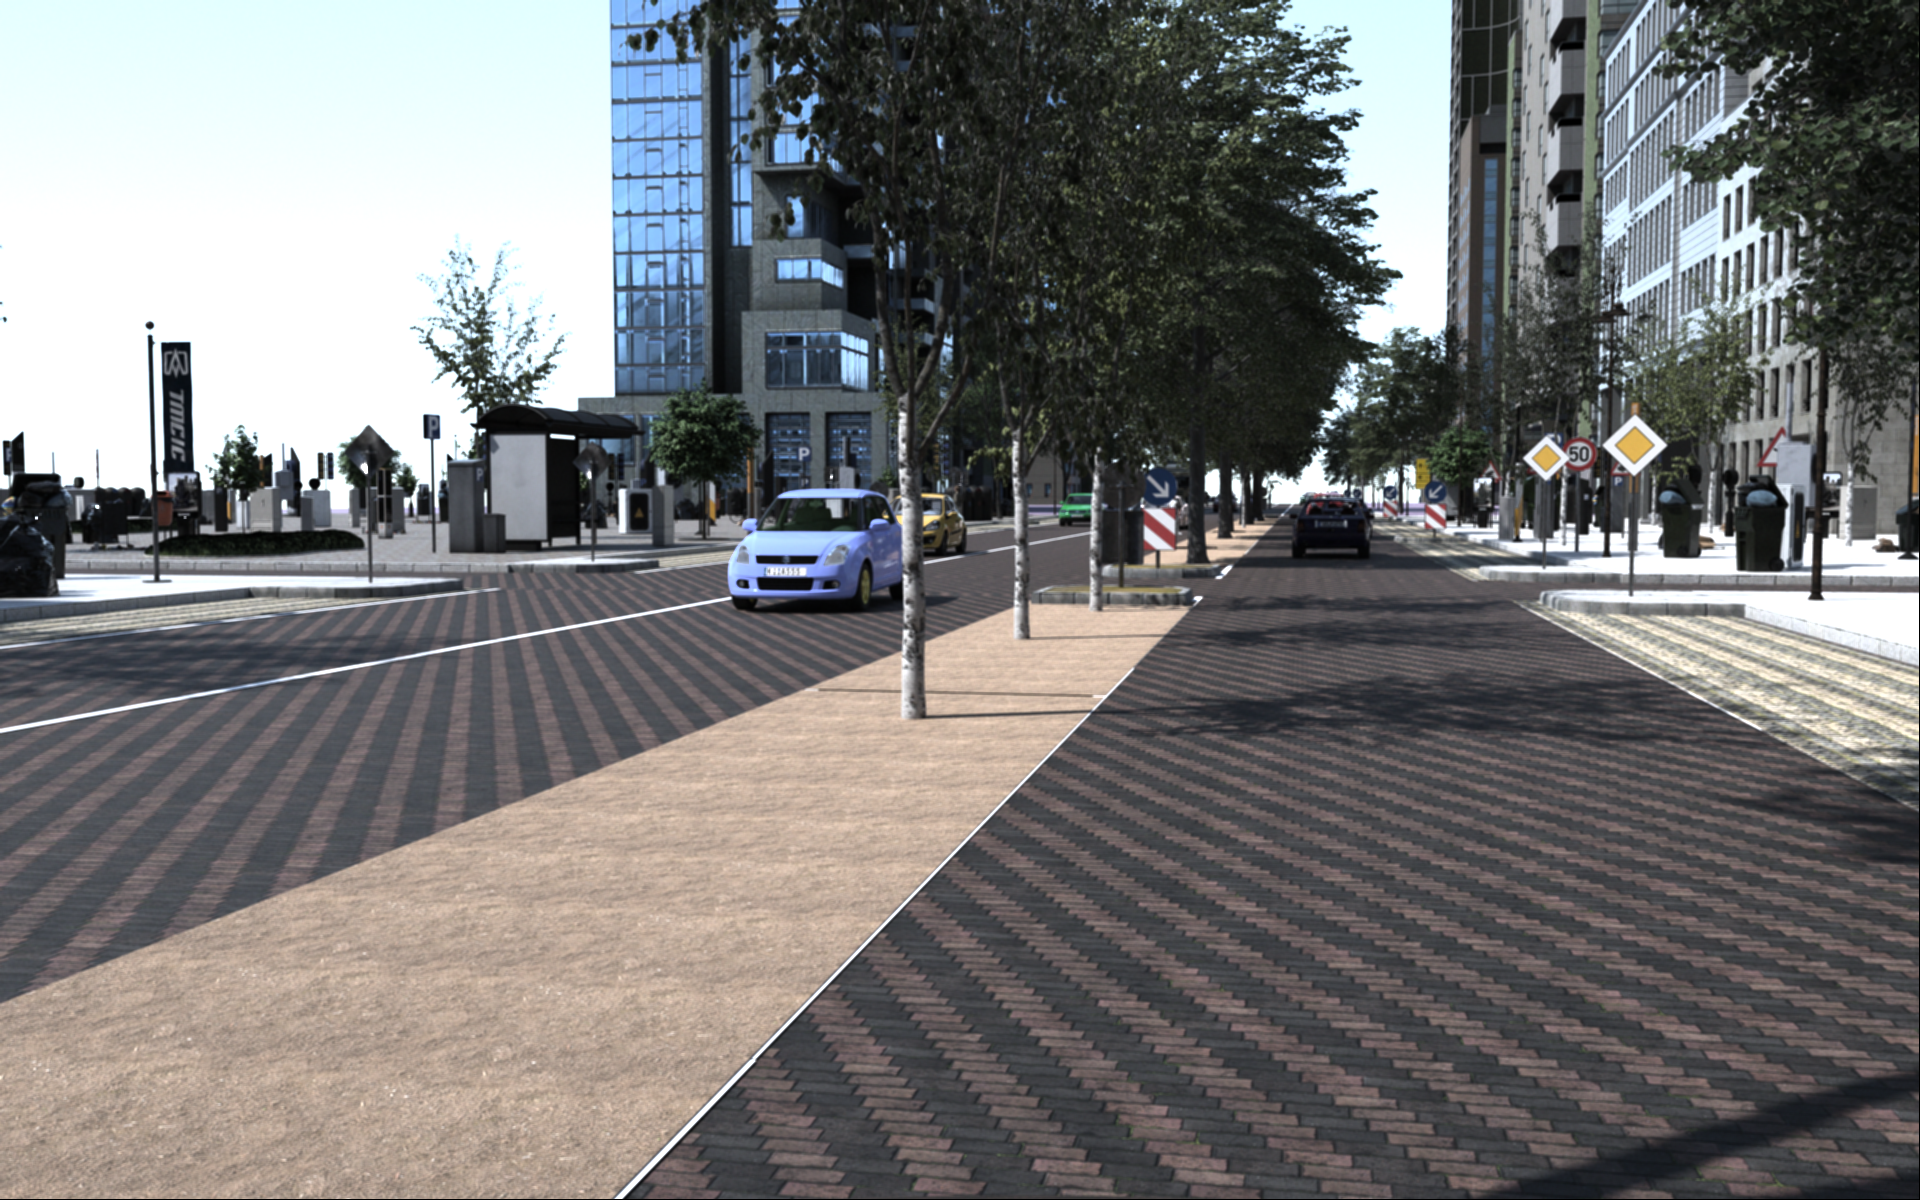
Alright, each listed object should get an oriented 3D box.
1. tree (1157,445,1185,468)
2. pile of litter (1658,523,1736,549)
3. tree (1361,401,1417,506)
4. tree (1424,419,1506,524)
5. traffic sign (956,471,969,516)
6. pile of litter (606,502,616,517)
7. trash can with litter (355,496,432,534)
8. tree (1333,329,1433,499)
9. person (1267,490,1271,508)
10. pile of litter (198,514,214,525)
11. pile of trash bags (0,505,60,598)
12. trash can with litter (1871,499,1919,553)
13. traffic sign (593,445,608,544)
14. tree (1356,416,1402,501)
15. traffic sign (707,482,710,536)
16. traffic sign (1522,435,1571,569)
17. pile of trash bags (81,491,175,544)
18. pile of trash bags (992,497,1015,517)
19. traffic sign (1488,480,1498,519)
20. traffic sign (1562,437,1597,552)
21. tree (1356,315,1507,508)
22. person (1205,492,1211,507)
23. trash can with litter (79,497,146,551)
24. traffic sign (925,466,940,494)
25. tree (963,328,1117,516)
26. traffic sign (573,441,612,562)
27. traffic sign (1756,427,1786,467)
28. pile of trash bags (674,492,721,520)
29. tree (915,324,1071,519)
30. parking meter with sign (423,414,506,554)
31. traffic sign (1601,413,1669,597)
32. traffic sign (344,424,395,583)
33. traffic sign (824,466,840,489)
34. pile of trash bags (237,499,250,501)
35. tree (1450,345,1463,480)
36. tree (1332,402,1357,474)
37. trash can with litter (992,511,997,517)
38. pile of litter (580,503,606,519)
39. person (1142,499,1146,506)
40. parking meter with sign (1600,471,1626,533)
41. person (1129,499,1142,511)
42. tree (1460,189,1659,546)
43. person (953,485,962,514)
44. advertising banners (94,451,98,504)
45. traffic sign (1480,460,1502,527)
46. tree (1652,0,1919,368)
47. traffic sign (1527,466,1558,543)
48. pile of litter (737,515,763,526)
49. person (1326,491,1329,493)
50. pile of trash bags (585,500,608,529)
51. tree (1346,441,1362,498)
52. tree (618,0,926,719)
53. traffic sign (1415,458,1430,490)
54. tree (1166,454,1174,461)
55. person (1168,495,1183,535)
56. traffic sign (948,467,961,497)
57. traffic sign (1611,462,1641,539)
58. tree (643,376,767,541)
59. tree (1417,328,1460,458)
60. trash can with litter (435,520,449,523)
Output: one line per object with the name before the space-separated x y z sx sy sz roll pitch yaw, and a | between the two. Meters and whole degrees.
tree | 29.561 -18.078 229.991 8.767 10.594 7.601 3 5 40
pile of litter | 17.061 -1.617 40.401 1.719 0.858 1.176 0 4 -2
tree | 33.938 -11.252 134.327 4.737 8.622 4.395 0 3 0
tree | 21.863 -5.577 74.898 4.285 4.588 4.351 0 3 0
traffic sign | 0.093 -4.615 77.586 0.606 2.300 0.079 1 4 19
pile of litter | -19.700 -5.209 99.138 1.719 0.858 1.176 0 4 -4
trash can with litter | -18.478 -2.732 55.732 2.233 1.210 1.678 2 4 26
tree | 47.518 -20.964 198.656 12.611 20.169 13.585 0 3 0
person | 30.855 -10.036 172.666 0.705 1.814 1.350 1 4 21
pile of litter | -32.150 -3.583 72.546 1.719 0.858 1.176 0 4 -1
pile of trash bags | -13.120 -0.727 21.635 3.447 1.369 1.912 -1 4 -19
trash can with litter | 20.654 -1.628 37.997 1.055 1.170 0.624 0 4 -1
traffic sign | -9.373 -2.709 44.401 0.768 2.556 0.104 1 4 15
tree | 35.731 -12.016 146.826 4.360 8.622 3.978 0 3 0
traffic sign | -7.649 -3.210 52.586 0.768 2.556 0.104 1 4 16
traffic sign | 9.948 -1.578 29.449 0.795 2.450 0.064 1 4 11
pile of trash bags | -22.397 -2.177 45.348 3.447 1.369 1.912 -1 4 -15
pile of trash bags | 1.553 -5.385 97.789 3.447 1.369 1.912 -1 4 -9
traffic sign | 25.554 -5.119 83.702 0.884 2.594 0.081 1 4 20
traffic sign | 13.787 -2.357 38.635 0.768 2.556 0.104 1 4 18
tree | 24.869 -9.523 90.116 7.601 10.594 8.767 1 4 10
person | 28.167 -11.466 196.785 0.721 1.723 1.217 -2 4 -27
trash can with litter | -18.979 -1.757 39.778 2.233 1.210 1.678 -2 4 -25
traffic sign | -1.166 -4.666 76.388 0.768 2.556 0.104 1 4 14
tree | 3.807 -10.791 102.194 9.928 11.665 9.643 0 3 0
traffic sign | -6.964 -1.784 32.811 0.795 2.450 0.064 1 4 11
traffic sign | 15.887 -2.052 33.559 0.884 2.594 0.081 1 4 14
pile of trash bags | -13.256 -4.712 86.787 1.912 1.369 3.447 2 4 35
tree | 1.921 -9.448 88.883 8.767 10.594 7.601 -2 4 -25
parking meter with sign | -10.733 -2.532 37.651 1.738 3.016 0.543 1 4 16
traffic sign | 8.395 -1.099 21.616 0.795 2.450 0.064 1 4 11
traffic sign | -8.517 -1.305 24.978 0.795 2.450 0.064 1 4 11
traffic sign | -4.737 -3.791 64.118 0.606 2.300 0.079 1 4 14
pile of trash bags | -41.330 -5.562 100.686 3.447 1.369 1.912 -2 4 -30
tree | 18.141 -6.539 57.271 4.360 8.622 3.978 0 3 0
tree | 38.911 -13.941 162.345 8.767 10.594 7.601 1 4 20
trash can with litter | 1.585 -5.166 95.859 1.055 1.170 0.624 -1 4 -21
pile of litter | -17.951 -4.259 83.605 1.176 0.858 1.719 -1 4 -21
person | 8.462 -4.270 78.498 0.728 1.800 0.709 3 5 43
parking meter with sign | 21.701 -3.739 57.387 0.543 3.016 1.738 0 4 0
person | 4.997 -2.462 49.024 0.793 1.790 0.793 -1 4 -22
tree | 15.040 -5.659 42.888 4.360 8.622 3.978 0 3 0
person | -0.143 -3.463 65.665 0.362 1.759 0.519 2 4 31
advertising banners | -34.270 -4.435 68.698 0.090 3.025 2.074 -2 4 -29
traffic sign | 20.315 -4.062 66.411 0.884 2.594 0.081 1 4 20
tree | 9.413 -6.467 12.395 9.857 13.997 8.962 0 3 0
traffic sign | 15.396 -2.801 45.806 0.884 2.594 0.081 1 4 12
pile of litter | -8.429 -3.395 69.474 1.176 0.858 1.719 1 4 18
person | 40.886 -11.257 192.517 0.705 1.831 1.348 -1 4 -9
pile of trash bags | -14.854 -3.376 64.958 3.447 1.369 1.912 0 4 2
tree | 43.543 -14.369 185.298 4.737 8.622 4.395 0 3 0
tree | -0.325 -3.529 10.516 4.360 8.622 3.978 0 3 0
traffic sign | 26.638 -6.302 96.905 2.265 3.308 0.079 1 4 14
tree | 23.060 -21.057 200.165 12.611 20.169 13.585 0 3 0
person | 7.589 -3.051 60.981 0.503 1.515 0.523 -1 4 -13
traffic sign | -0.271 -4.910 80.380 0.768 2.556 0.104 1 4 19
traffic sign | 19.136 -3.054 49.931 0.884 2.594 0.081 1 4 13
tree | -7.113 -3.945 48.215 4.285 4.588 4.351 0 3 0
tree | 30.012 -12.100 115.964 7.486 12.596 7.792 0 3 0
trash can with litter | -23.148 -3.978 76.098 2.233 1.210 1.678 -2 4 -28
